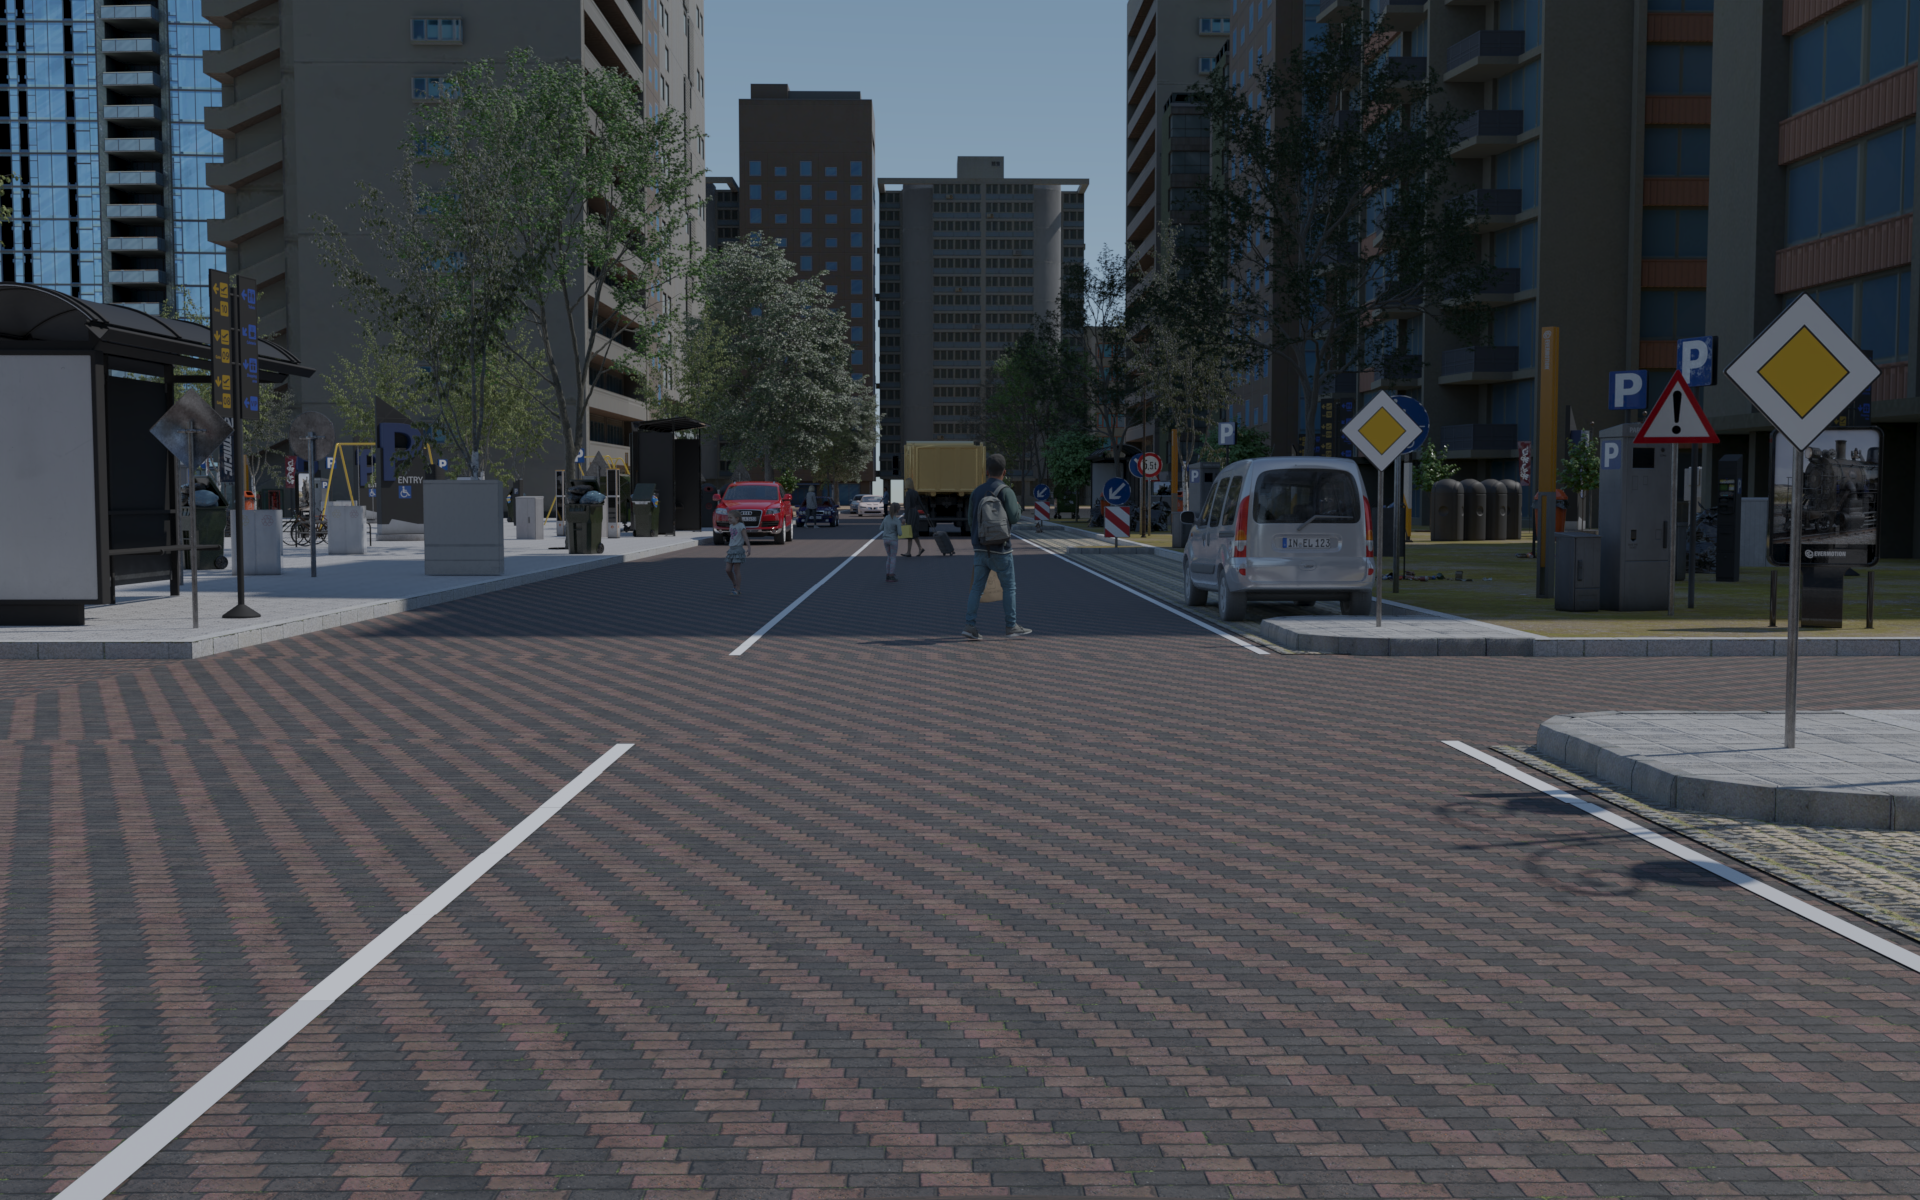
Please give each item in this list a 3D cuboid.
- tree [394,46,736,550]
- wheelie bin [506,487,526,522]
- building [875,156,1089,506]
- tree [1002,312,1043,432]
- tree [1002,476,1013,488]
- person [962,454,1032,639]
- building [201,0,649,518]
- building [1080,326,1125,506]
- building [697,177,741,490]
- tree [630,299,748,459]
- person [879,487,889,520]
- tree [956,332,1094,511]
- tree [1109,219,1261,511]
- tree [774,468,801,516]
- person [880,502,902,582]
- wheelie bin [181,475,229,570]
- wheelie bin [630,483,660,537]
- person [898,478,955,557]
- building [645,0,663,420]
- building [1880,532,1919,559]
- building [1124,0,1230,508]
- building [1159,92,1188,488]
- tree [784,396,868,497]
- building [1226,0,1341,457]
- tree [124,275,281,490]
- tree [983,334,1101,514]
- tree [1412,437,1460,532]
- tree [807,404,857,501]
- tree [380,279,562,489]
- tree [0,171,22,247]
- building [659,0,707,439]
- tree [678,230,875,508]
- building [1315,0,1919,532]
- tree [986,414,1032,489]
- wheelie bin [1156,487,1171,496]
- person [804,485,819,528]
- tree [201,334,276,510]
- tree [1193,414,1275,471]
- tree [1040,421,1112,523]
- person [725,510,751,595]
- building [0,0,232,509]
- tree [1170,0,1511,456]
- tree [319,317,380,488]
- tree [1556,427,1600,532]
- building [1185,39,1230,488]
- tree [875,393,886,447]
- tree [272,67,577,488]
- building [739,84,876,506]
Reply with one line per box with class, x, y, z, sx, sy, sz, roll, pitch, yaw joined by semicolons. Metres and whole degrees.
tree;-9.000;-6.986;39.975;9.928;11.665;9.643;0;3;0
wheelie bin;-20.050;-4.305;78.298;0.693;1.594;0.980;1;4;21
building;2.325;-31.185;201.750;23.993;40.220;32.217;0;4;-1
tree;5.901;-7.899;63.566;8.767;10.594;7.601;0;4;-4
tree;4.213;-10.508;166.403;1.663;3.219;1.824;0;3;0
person;0.306;-0.521;17.002;0.713;1.824;0.794;-3;4;-36
building;-30.739;-29.210;101.278;21.300;48.544;21.600;0;4;-1
building;28.807;-21.750;200.644;28.899;21.520;27.650;0;4;-1
building;-36.435;-31.125;200.770;23.993;40.220;32.217;0;4;-1
tree;-10.060;-6.979;64.467;4.737;8.622;4.395;0;3;0
person;-4.122;-5.320;95.467;0.705;1.826;1.348;1;4;16
tree;4.838;-13.418;129.757;12.009;13.543;11.850;0;3;0
tree;6.038;-5.857;46.126;4.360;8.622;3.978;0;3;0
tree;-10.323;-6.640;103.160;1.663;3.219;1.824;0;3;0
person;-1.112;-0.954;28.373;0.425;1.301;0.394;1;4;21
wheelie bin;-12.884;-1.316;29.432;0.980;1.594;0.693;3;4;36
wheelie bin;-9.386;-2.679;51.708;0.980;1.594;0.693;1;4;18
person;-0.790;-1.902;39.816;1.509;1.804;0.699;-2;4;-29
building;-28.607;-28.698;119.317;14.600;45.320;14.200;0;4;-1
building;31.284;-23.380;36.886;28.867;44.769;22.147;0;4;-1
building;25.767;-31.935;145.840;21.300;48.544;21.600;0;4;-1
building;21.560;-21.807;128.242;14.160;30.474;14.107;0;4;-1
tree;-11.524;-13.066;148.046;7.601;10.594;8.767;-1;4;-23
building;23.567;-27.492;99.613;14.600;45.320;14.200;0;4;-1
tree;-25.181;-6.629;58.747;4.737;8.622;4.395;0;3;0
tree;5.205;-11.265;109.937;9.928;11.665;9.643;0;3;0
tree;15.802;-3.913;58.573;1.663;3.219;1.824;0;3;0
tree;-10.300;-11.407;136.864;4.737;8.622;4.395;0;3;0
tree;-15.736;-6.527;57.080;4.737;8.622;4.395;0;3;0
tree;-16.233;-4.559;24.901;4.737;8.622;4.395;0;3;0
building;-35.538;-33.806;141.962;27.495;52.752;28.713;0;4;-1
tree;-9.168;-10.833;83.773;9.857;13.997;8.962;0;3;0
building;28.163;-25.851;77.294;22.147;44.769;28.867;0;4;-1
tree;4.203;-12.394;153.011;4.737;8.622;4.395;0;3;0
wheelie bin;8.798;-4.072;74.485;0.693;1.594;0.980;2;4;28
person;-6.281;-3.909;72.587;0.728;1.800;0.709;-3;5;-44
tree;-30.082;-7.534;73.542;4.360;8.622;3.978;0;3;0
tree;11.275;-5.361;71.358;4.285;4.588;4.351;0;3;0
tree;5.195;-5.767;77.999;4.285;4.588;4.351;0;3;0
person;-3.121;-0.681;24.655;0.505;1.210;0.382;3;5;40
building;-65.866;-50.751;142.444;31.000;86.520;22.319;0;4;-1
tree;6.743;-5.970;32.017;7.601;10.594;8.767;-1;4;-19
tree;-23.436;-7.332;70.235;4.737;8.622;4.395;0;3;0
tree;17.913;-3.397;50.142;1.663;3.219;1.824;0;3;0
building;23.219;-20.947;114.189;14.160;30.474;14.107;0;4;-1
tree;-11.308;-15.404;158.512;9.857;13.997;8.962;0;3;0
tree;-8.581;-4.851;29.680;4.360;8.622;3.978;0;3;0
building;-16.608;-33.182;192.640;14.200;45.320;14.600;0;4;-1
